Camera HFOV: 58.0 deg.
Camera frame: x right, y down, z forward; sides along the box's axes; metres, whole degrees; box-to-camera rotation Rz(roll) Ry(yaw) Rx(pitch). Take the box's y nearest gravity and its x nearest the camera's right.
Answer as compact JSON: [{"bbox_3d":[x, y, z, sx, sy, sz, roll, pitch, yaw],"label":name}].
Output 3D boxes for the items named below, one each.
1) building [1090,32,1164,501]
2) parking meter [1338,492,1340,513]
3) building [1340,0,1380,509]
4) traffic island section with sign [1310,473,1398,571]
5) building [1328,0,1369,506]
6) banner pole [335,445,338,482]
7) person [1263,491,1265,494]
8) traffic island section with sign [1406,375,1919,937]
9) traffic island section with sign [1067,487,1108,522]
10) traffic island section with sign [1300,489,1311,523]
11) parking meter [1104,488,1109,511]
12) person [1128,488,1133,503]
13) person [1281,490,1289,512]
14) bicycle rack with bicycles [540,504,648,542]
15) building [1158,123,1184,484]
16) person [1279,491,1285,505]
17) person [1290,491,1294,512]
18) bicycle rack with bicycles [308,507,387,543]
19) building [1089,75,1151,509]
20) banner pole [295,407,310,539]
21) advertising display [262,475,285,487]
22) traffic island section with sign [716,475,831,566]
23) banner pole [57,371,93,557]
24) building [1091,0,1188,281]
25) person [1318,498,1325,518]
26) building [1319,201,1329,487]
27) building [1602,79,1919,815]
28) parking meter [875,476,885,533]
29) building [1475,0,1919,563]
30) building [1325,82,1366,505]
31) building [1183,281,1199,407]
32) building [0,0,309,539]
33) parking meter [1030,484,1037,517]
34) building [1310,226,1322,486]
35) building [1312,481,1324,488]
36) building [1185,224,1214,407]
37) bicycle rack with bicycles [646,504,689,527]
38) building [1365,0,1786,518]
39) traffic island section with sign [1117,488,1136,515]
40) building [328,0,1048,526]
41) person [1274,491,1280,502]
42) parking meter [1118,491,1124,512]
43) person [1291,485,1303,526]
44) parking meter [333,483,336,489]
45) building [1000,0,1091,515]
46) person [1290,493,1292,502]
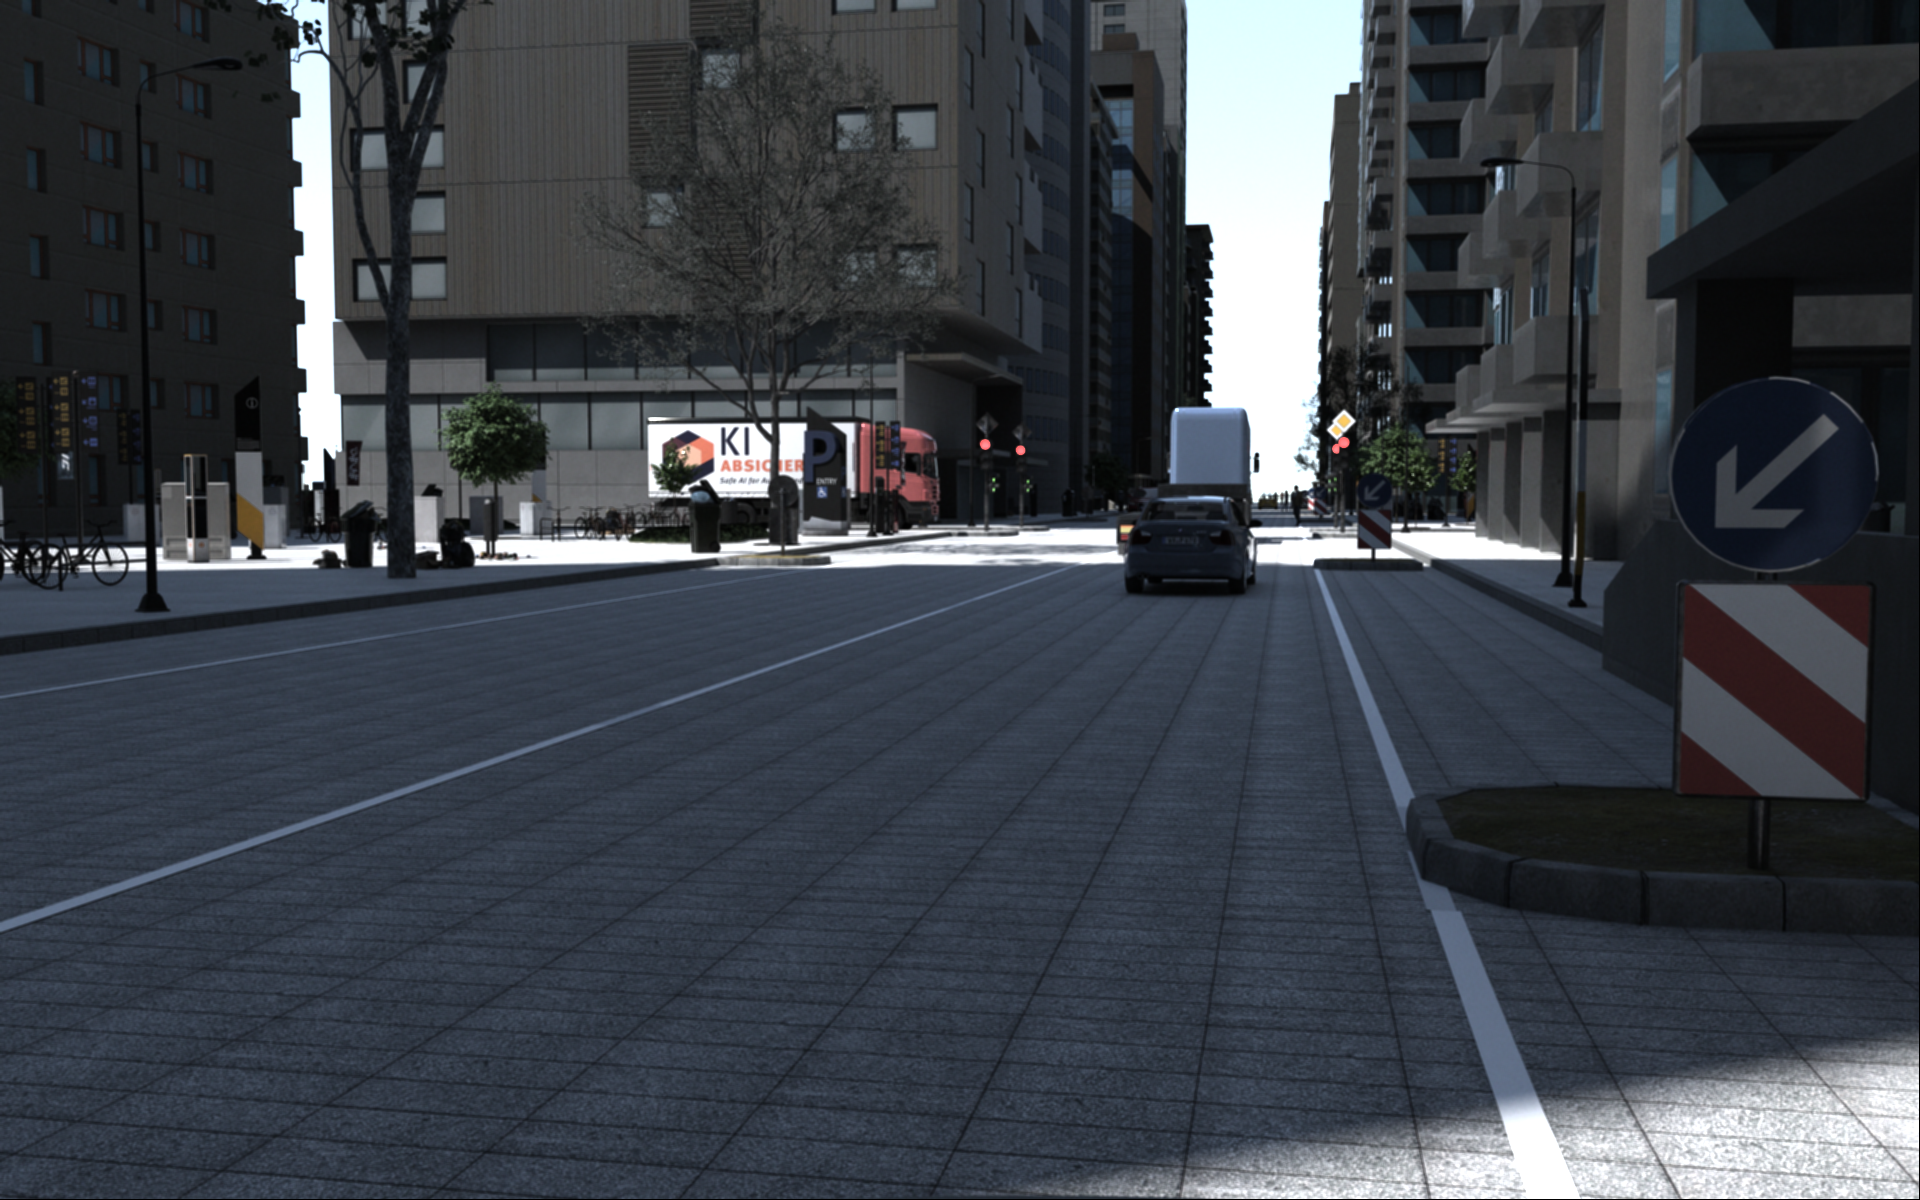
[{"bbox_3d":[12.894,-32.018,173.608,14.600,45.320,14.200,1,4,11],"label":"building"},{"bbox_3d":[25.638,-6.842,117.584,0.255,1.863,0.399,0,4,4],"label":"parking meter"},{"bbox_3d":[43.384,-43.377,147.459,20.563,71.187,20.611,1,4,11],"label":"building"},{"bbox_3d":[7.824,-1.511,33.326,1.989,1.847,2.006,1,4,11],"label":"traffic island section with sign"},{"bbox_3d":[48.957,-52.576,172.287,22.319,86.520,31.000,1,4,11],"label":"building"},{"bbox_3d":[-31.531,-5.969,87.609,0.401,3.779,0.863,-1,4,-12],"label":"banner pole"},{"bbox_3d":[41.648,-13.988,237.218,1.348,1.822,0.705,0,4,4],"label":"person"},{"bbox_3d":[2.770,0.123,6.617,1.989,1.847,2.006,1,4,11],"label":"traffic island section with sign"},{"bbox_3d":[6.643,-4.983,90.093,1.989,1.847,2.006,1,4,11],"label":"traffic island section with sign"},{"bbox_3d":[18.062,-4.821,87.448,1.989,1.847,2.006,1,4,11],"label":"traffic island section with sign"},{"bbox_3d":[11.251,-7.803,133.291,0.255,1.863,0.399,-2,4,-24],"label":"parking meter"},{"bbox_3d":[9.668,-5.425,97.375,0.526,1.800,0.537,3,4,36],"label":"person"},{"bbox_3d":[25.913,-7.880,137.929,0.643,1.750,0.593,1,4,21],"label":"person"},{"bbox_3d":[-10.465,-2.119,48.031,2.852,0.926,2.925,-1,4,-23],"label":"bicycle rack with bicycles"},{"bbox_3d":[16.260,-30.818,187.464,14.154,41.232,14.086,1,4,11],"label":"building"},{"bbox_3d":[41.448,-13.114,222.875,1.348,1.831,0.705,0,4,-5],"label":"person"},{"bbox_3d":[26.859,-7.963,139.700,0.512,1.701,0.522,1,4,13],"label":"person"},{"bbox_3d":[-15.724,-2.014,46.314,2.852,0.926,2.925,-3,5,-44],"label":"bicycle rack with bicycles"},{"bbox_3d":[0.842,-28.426,156.638,32.217,40.220,23.993,1,4,11],"label":"building"},{"bbox_3d":[-19.151,-3.685,50.273,0.401,3.779,0.863,-2,4,-24],"label":"banner pole"},{"bbox_3d":[-23.766,-3.333,59.703,0.974,1.923,0.123,-1,4,-16],"label":"advertising display"},{"bbox_3d":[-3.720,-1.633,35.326,1.989,1.847,2.006,1,4,11],"label":"traffic island section with sign"},{"bbox_3d":[-18.147,-2.773,35.353,0.863,3.779,0.401,2,4,24],"label":"banner pole"},{"bbox_3d":[24.114,-49.580,248.885,20.563,71.187,20.611,1,4,11],"label":"building"},{"bbox_3d":[21.457,-5.728,102.708,0.362,1.759,0.519,3,5,40],"label":"person"},{"bbox_3d":[60.337,-37.025,255.468,14.600,45.320,14.200,1,4,11],"label":"building"},{"bbox_3d":[19.816,-19.041,3.203,32.217,40.220,23.993,1,4,11],"label":"building"},{"bbox_3d":[-2.636,-3.128,56.848,0.255,1.863,0.399,-1,4,-16],"label":"parking meter"},{"bbox_3d":[23.490,-25.591,38.021,23.786,49.044,30.456,1,4,11],"label":"building"},{"bbox_3d":[53.441,-35.206,199.316,21.300,48.544,21.600,1,4,11],"label":"building"},{"bbox_3d":[24.480,-28.179,232.425,14.160,30.474,14.107,1,4,11],"label":"building"},{"bbox_3d":[-40.853,-12.700,52.688,28.899,21.520,27.650,1,4,11],"label":"building"},{"bbox_3d":[4.153,-5.640,97.926,0.399,1.863,0.255,1,4,12],"label":"parking meter"},{"bbox_3d":[68.570,-40.216,277.134,23.786,49.044,30.456,1,4,11],"label":"building"},{"bbox_3d":[64.493,-33.229,235.176,32.217,40.220,23.993,1,4,11],"label":"building"},{"bbox_3d":[28.606,-37.881,273.974,22.147,44.769,28.867,1,4,11],"label":"building"},{"bbox_3d":[-11.126,-2.950,61.620,2.852,0.926,2.925,-2,4,-32],"label":"bicycle rack with bicycles"},{"bbox_3d":[39.738,-30.583,119.646,23.786,49.044,30.456,1,4,11],"label":"building"},{"bbox_3d":[11.656,-6.603,116.579,1.989,1.847,2.006,1,4,11],"label":"traffic island section with sign"},{"bbox_3d":[-10.835,-30.148,82.160,28.713,52.752,27.495,1,4,11],"label":"building"},{"bbox_3d":[34.716,-11.065,190.135,0.721,1.736,1.217,-3,5,-42],"label":"person"},{"bbox_3d":[11.526,-7.065,123.921,0.372,1.533,0.369,0,3,0],"label":"parking meter"},{"bbox_3d":[15.200,-4.262,78.091,0.656,1.842,0.836,2,4,29],"label":"person"},{"bbox_3d":[-29.895,-4.737,83.163,0.399,1.863,0.255,2,4,34],"label":"parking meter"},{"bbox_3d":[-3.221,-35.166,116.968,21.231,58.520,28.212,1,4,11],"label":"building"},{"bbox_3d":[50.981,-15.685,266.426,0.415,1.643,0.593,2,4,33],"label":"person"}]
